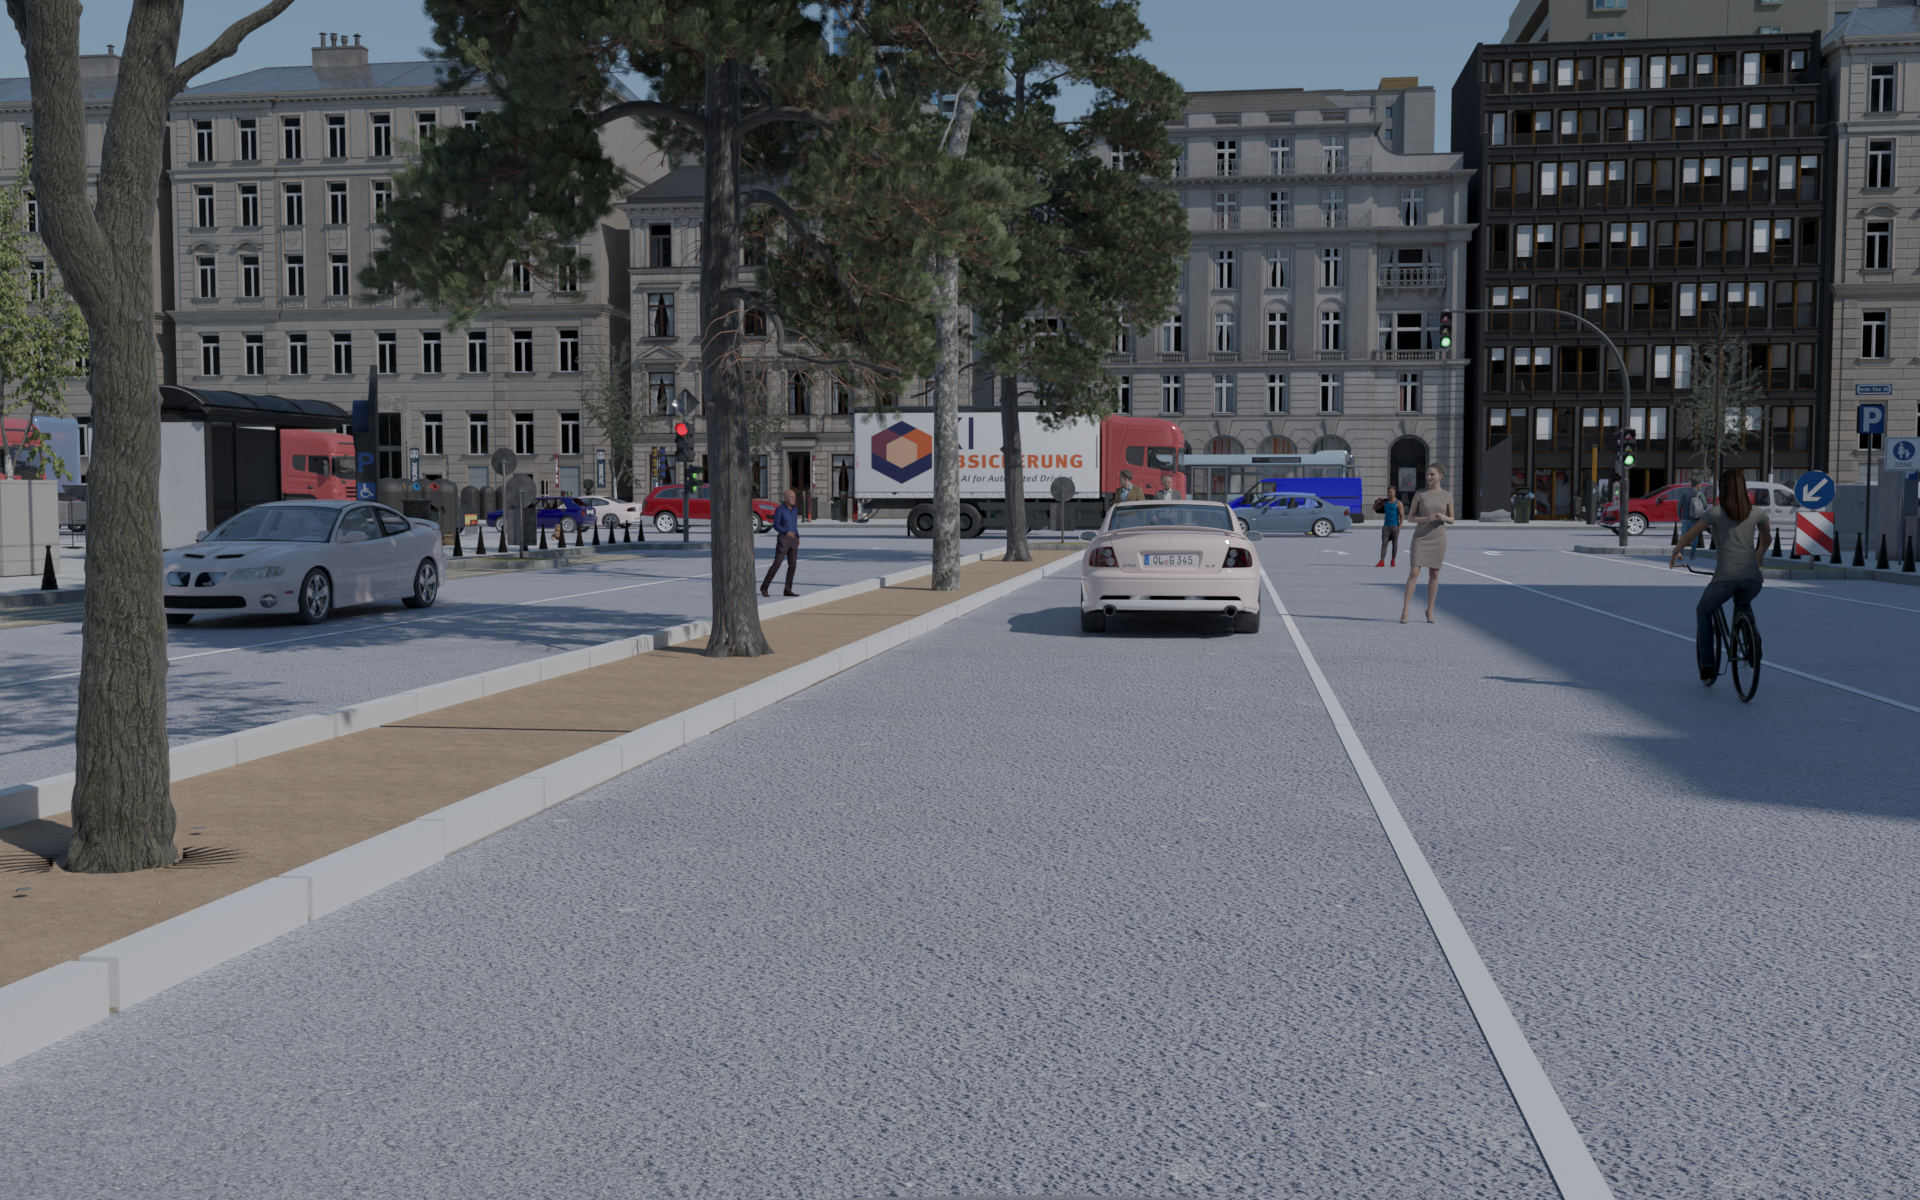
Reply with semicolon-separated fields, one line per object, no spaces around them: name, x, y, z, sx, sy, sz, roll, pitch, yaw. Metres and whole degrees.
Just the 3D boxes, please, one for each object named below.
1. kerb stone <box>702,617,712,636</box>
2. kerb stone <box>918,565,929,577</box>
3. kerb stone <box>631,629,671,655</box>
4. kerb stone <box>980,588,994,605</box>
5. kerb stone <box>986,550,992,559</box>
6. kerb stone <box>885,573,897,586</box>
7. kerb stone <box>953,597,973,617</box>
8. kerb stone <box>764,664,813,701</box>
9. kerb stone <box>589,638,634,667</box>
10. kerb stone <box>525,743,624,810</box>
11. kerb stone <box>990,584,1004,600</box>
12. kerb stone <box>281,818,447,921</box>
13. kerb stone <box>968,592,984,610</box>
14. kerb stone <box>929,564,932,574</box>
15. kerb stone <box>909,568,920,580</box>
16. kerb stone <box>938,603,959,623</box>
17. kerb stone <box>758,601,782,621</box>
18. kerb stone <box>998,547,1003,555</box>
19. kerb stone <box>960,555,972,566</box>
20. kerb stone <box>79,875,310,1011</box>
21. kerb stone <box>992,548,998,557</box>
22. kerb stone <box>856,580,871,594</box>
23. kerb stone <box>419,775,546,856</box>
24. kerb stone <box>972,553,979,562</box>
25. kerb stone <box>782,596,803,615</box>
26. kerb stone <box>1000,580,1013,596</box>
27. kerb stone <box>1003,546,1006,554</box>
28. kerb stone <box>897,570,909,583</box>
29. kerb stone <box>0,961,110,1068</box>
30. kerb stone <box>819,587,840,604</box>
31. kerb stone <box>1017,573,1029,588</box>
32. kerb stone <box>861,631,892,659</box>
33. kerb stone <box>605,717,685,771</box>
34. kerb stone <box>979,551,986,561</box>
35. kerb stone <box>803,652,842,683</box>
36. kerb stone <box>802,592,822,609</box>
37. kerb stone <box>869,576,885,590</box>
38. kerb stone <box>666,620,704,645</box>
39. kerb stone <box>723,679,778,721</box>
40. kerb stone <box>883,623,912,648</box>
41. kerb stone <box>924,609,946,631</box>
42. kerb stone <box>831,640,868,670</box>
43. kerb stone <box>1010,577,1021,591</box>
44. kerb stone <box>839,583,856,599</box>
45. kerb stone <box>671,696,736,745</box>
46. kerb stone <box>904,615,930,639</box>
kerb stone;-2.560;0.271;17.778;0.120;0.150;1.000;1;4;9
kerb stone;-0.718;-0.477;29.998;0.120;0.150;1.000;1;4;9
kerb stone;-2.866;0.401;15.745;0.120;0.150;1.000;1;4;9
kerb stone;0.290;-0.023;22.567;0.120;0.150;1.000;1;4;9
kerb stone;0.524;-0.975;38.160;0.120;0.150;1.000;1;4;9
kerb stone;-1.167;-0.290;26.944;0.120;0.150;1.000;1;4;9
kerb stone;-0.012;0.102;20.532;0.120;0.150;1.000;1;4;9
kerb stone;-1.247;0.599;12.403;0.120;0.150;1.000;1;4;9
kerb stone;-3.015;0.460;14.717;0.120;0.150;1.000;1;4;9
kerb stone;-1.863;0.847;8.345;0.120;0.150;1.000;1;4;9
kerb stone;0.442;-0.085;23.582;0.120;0.150;1.000;1;4;9
kerb stone;-2.157;0.971;6.313;0.120;0.150;1.000;1;4;9
kerb stone;0.137;0.039;21.551;0.120;0.150;1.000;1;4;9
kerb stone;-0.557;-0.539;31.013;0.120;0.150;1.000;1;4;9
kerb stone;-0.862;-0.414;28.978;0.120;0.150;1.000;1;4;9
kerb stone;-0.172;0.164;19.516;0.120;0.150;1.000;1;4;9
kerb stone;-2.253;0.145;19.818;0.120;0.150;1.000;1;4;9
kerb stone;0.827;-1.099;40.193;0.120;0.150;1.000;1;4;9
kerb stone;0.063;-0.788;35.103;0.120;0.150;1.000;1;4;9
kerb stone;-2.313;1.034;5.299;0.120;0.150;1.000;1;4;9
kerb stone;0.684;-1.039;39.177;0.120;0.150;1.000;1;4;9
kerb stone;-1.474;-0.155;24.906;0.120;0.150;1.000;1;4;9
kerb stone;-2.015;0.909;7.330;0.120;0.150;1.000;1;4;9
kerb stone;0.214;-0.852;36.119;0.120;0.150;1.000;1;4;9
kerb stone;-2.095;0.087;20.832;0.120;0.150;1.000;1;4;9
kerb stone;0.601;-0.147;24.601;0.120;0.150;1.000;1;4;9
kerb stone;0.985;-1.159;41.207;0.120;0.150;1.000;1;4;9
kerb stone;-1.016;-0.353;27.964;0.120;0.150;1.000;1;4;9
kerb stone;-2.466;1.097;4.260;0.120;0.150;1.000;1;4;9
kerb stone;-1.791;-0.041;22.871;0.120;0.150;1.000;1;4;9
kerb stone;0.903;-0.271;26.630;0.120;0.150;1.000;1;4;9
kerb stone;-0.785;0.413;15.448;0.120;0.150;1.000;1;4;9
kerb stone;-1.709;0.785;9.359;0.120;0.150;1.000;1;4;9
kerb stone;0.370;-0.914;37.146;0.120;0.150;1.000;1;4;9
kerb stone;-1.102;0.544;13.419;0.120;0.150;1.000;1;4;9
kerb stone;-1.942;0.029;21.850;0.120;0.150;1.000;1;4;9
kerb stone;-1.321;-0.228;25.920;0.120;0.150;1.000;1;4;9
kerb stone;-2.711;0.332;16.763;0.120;0.150;1.000;1;4;9
kerb stone;-1.396;0.662;11.389;0.120;0.150;1.000;1;4;9
kerb stone;-0.632;0.351;16.463;0.120;0.150;1.000;1;4;9
kerb stone;-0.318;0.226;18.494;0.120;0.150;1.000;1;4;9
kerb stone;-0.944;0.476;14.435;0.120;0.150;1.000;1;4;9
kerb stone;0.748;-0.208;25.616;0.120;0.150;1.000;1;4;9
kerb stone;-1.635;-0.103;23.886;0.120;0.150;1.000;1;4;9
kerb stone;-1.552;0.725;10.373;0.120;0.150;1.000;1;4;9
kerb stone;-0.474;0.289;17.476;0.120;0.150;1.000;1;4;9
